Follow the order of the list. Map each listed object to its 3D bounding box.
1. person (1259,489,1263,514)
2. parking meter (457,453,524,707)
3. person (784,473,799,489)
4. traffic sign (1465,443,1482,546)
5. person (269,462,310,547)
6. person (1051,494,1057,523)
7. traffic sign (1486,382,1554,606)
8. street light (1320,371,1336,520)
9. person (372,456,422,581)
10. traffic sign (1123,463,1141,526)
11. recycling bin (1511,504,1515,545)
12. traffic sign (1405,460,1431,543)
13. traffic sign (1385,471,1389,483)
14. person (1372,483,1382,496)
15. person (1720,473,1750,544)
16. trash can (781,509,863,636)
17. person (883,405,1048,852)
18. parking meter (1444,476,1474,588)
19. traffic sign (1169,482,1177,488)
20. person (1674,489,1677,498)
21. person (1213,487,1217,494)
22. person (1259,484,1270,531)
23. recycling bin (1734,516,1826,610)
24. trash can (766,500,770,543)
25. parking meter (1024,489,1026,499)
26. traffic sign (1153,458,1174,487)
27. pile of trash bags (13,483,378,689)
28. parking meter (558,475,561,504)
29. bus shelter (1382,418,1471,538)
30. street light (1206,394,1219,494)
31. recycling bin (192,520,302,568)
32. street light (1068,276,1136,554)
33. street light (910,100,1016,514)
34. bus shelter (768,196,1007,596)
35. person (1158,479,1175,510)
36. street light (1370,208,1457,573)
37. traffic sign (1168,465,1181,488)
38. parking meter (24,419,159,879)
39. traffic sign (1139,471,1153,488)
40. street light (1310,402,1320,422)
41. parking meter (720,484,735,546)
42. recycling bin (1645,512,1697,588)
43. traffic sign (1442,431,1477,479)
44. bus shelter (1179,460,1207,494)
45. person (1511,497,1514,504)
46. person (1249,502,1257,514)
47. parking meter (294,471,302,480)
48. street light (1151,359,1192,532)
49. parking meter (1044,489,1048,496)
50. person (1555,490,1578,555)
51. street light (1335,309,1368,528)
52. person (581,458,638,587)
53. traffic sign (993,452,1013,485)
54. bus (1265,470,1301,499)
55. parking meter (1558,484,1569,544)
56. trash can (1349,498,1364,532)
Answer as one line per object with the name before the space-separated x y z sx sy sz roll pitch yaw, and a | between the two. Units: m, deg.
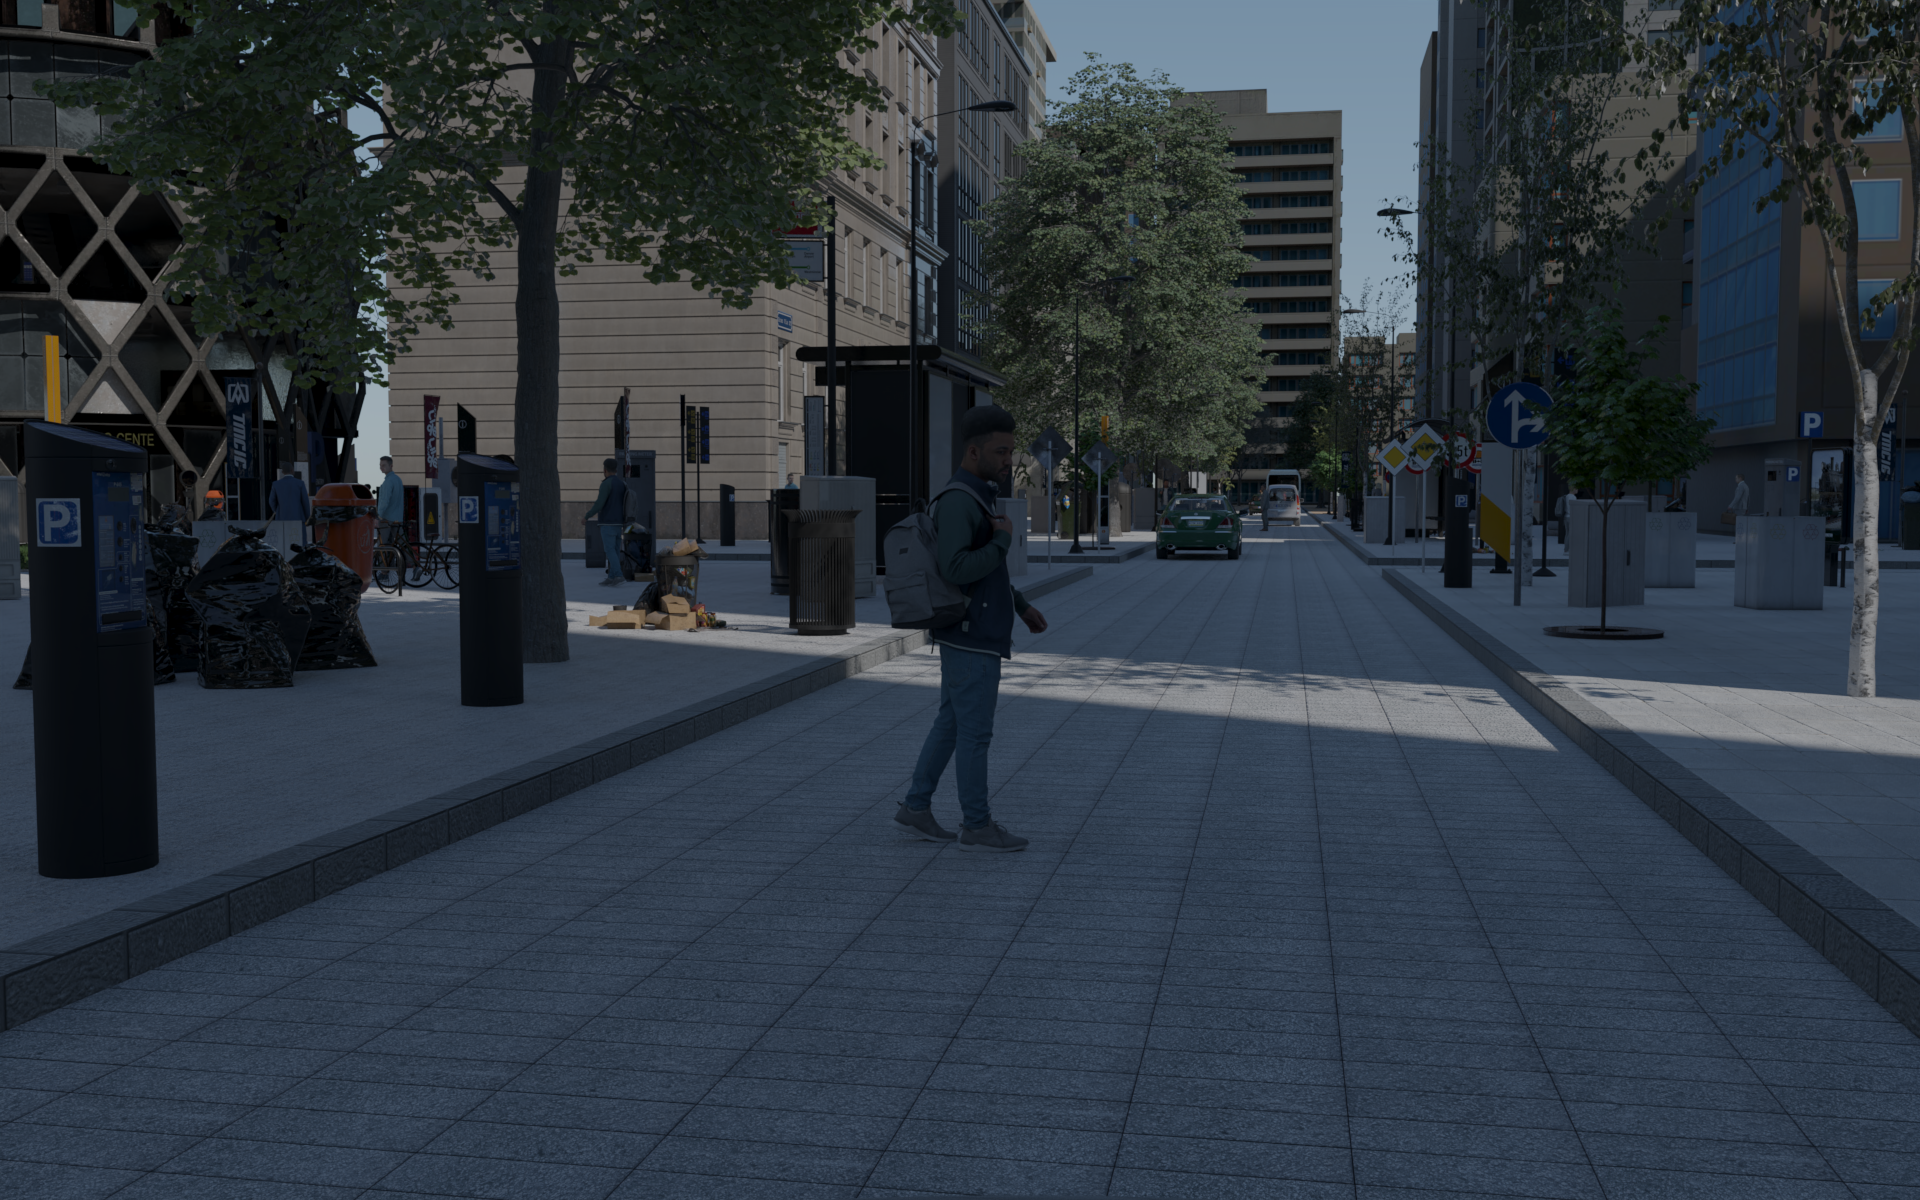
person | 22.096 -7.256 127.152 0.705 1.823 1.348 1 4 9
parking meter | -2.864 -0.132 10.565 0.372 1.533 0.369 0 3 0
person | -4.517 -2.501 46.801 0.748 1.841 0.638 -2 4 -32
traffic sign | 12.864 -2.626 43.040 0.768 2.556 0.104 1 4 13
person | -10.974 -1.362 28.500 0.721 1.800 0.419 -1 4 -20
person | 3.971 -4.038 76.315 0.590 1.304 0.306 0 4 4
traffic sign | 6.403 -1.206 19.824 0.768 2.556 0.104 1 4 19
street light | 14.378 -5.665 65.159 1.470 5.913 1.316 1 4 11
person | -8.292 -1.189 25.350 0.748 1.841 0.638 1 4 17
traffic sign | 6.937 -4.278 70.050 0.768 2.556 0.104 1 4 19
recycling bin | 13.889 -1.910 43.782 0.722 1.027 0.722 0 4 -3
traffic sign | 11.983 -2.768 45.368 0.768 2.556 0.104 1 4 18
traffic sign | 22.598 -5.533 90.575 0.768 2.556 0.104 1 4 16
person | 18.913 -4.434 78.721 0.537 1.800 0.526 -1 4 -21
person | 20.045 -2.345 44.504 0.853 1.813 0.709 2 4 35
trash can | -1.262 -0.256 15.846 0.748 1.137 0.748 0 3 0
person | 0.043 0.117 6.931 0.721 1.781 0.623 -1 4 -9
parking meter | 6.838 -0.937 23.738 0.372 1.533 0.369 0 3 0
traffic sign | 13.653 -6.694 111.582 0.606 2.300 0.079 1 4 13
person | 27.025 -3.589 64.902 0.537 1.800 0.526 2 4 31
person | 20.498 -8.165 139.550 0.705 1.824 1.348 1 4 10
person | 11.797 -3.573 67.025 0.391 1.810 0.635 1 4 9
recycling bin | 9.203 -0.423 19.464 0.722 1.027 0.722 0 4 2
trash can | -4.539 -1.961 43.723 0.748 1.137 0.748 0 3 0
parking meter | 3.246 -4.956 89.433 0.372 1.533 0.369 0 3 0
traffic sign | 7.280 -3.785 61.983 0.768 2.556 0.104 1 4 16
pile of trash bags | -5.238 -0.191 12.875 1.912 1.369 3.447 0 4 6
parking meter | -4.783 -0.860 19.766 0.399 1.863 0.255 0 4 6
bus shelter | 13.021 -3.348 48.657 2.014 3.302 5.546 1 4 11
street light | 11.300 -6.607 80.571 1.470 5.913 1.316 1 4 11
recycling bin | -6.661 -0.225 16.232 0.722 1.027 0.722 1 4 10
street light | 3.038 -3.948 37.095 1.470 5.913 1.316 1 4 11
street light | -0.027 -2.945 20.691 1.470 5.913 1.316 1 4 11
bus shelter | -1.044 -2.954 25.923 2.179 5.291 8.768 1 4 10
person | 7.295 -3.355 60.884 0.794 1.824 0.713 3 5 43
street light | 7.467 -3.405 28.216 1.470 5.913 1.316 1 4 11
traffic sign | 9.377 -4.672 76.499 0.768 2.556 0.104 1 4 17
parking meter | -2.957 0.153 5.905 0.372 1.533 0.369 0 3 0
traffic sign | 8.278 -4.588 77.150 0.606 2.300 0.079 1 4 17
street light | 18.408 -7.024 87.379 1.470 5.913 1.316 1 4 11
parking meter | -5.727 -2.095 42.671 0.372 1.533 0.369 0 3 0
recycling bin | 9.711 -0.697 23.947 0.722 1.027 0.722 0 4 8
traffic sign | 10.036 -2.135 35.016 0.768 2.556 0.104 1 4 18
bus shelter | 14.567 -6.902 106.766 2.014 3.302 5.546 1 4 11
person | 14.731 -2.497 47.090 0.641 1.798 0.478 -2 4 -31
person | 21.066 -6.830 123.435 1.065 1.426 0.557 3 5 40
parking meter | -17.009 -2.362 44.337 0.255 1.863 0.399 -3 4 -37
street light | 7.242 -5.290 59.040 1.470 5.913 1.316 1 4 11
parking meter | 4.730 -5.186 93.204 0.372 1.533 0.369 0 3 0
person | 12.722 -1.683 36.163 0.523 1.515 0.503 -3 4 -37
street light | 10.284 -4.339 43.481 1.470 5.913 1.316 1 4 11
person | -4.832 -1.080 24.052 0.721 1.781 0.623 1 4 15
traffic sign | 0.736 -2.254 36.963 0.768 2.556 0.104 1 4 13
bus | 25.628 -8.726 137.537 2.948 3.499 13.247 1 4 10
parking meter | 15.583 -2.209 44.534 0.372 1.533 0.369 0 3 0
trash can | 13.671 -2.907 59.181 0.748 1.137 0.748 0 3 0
